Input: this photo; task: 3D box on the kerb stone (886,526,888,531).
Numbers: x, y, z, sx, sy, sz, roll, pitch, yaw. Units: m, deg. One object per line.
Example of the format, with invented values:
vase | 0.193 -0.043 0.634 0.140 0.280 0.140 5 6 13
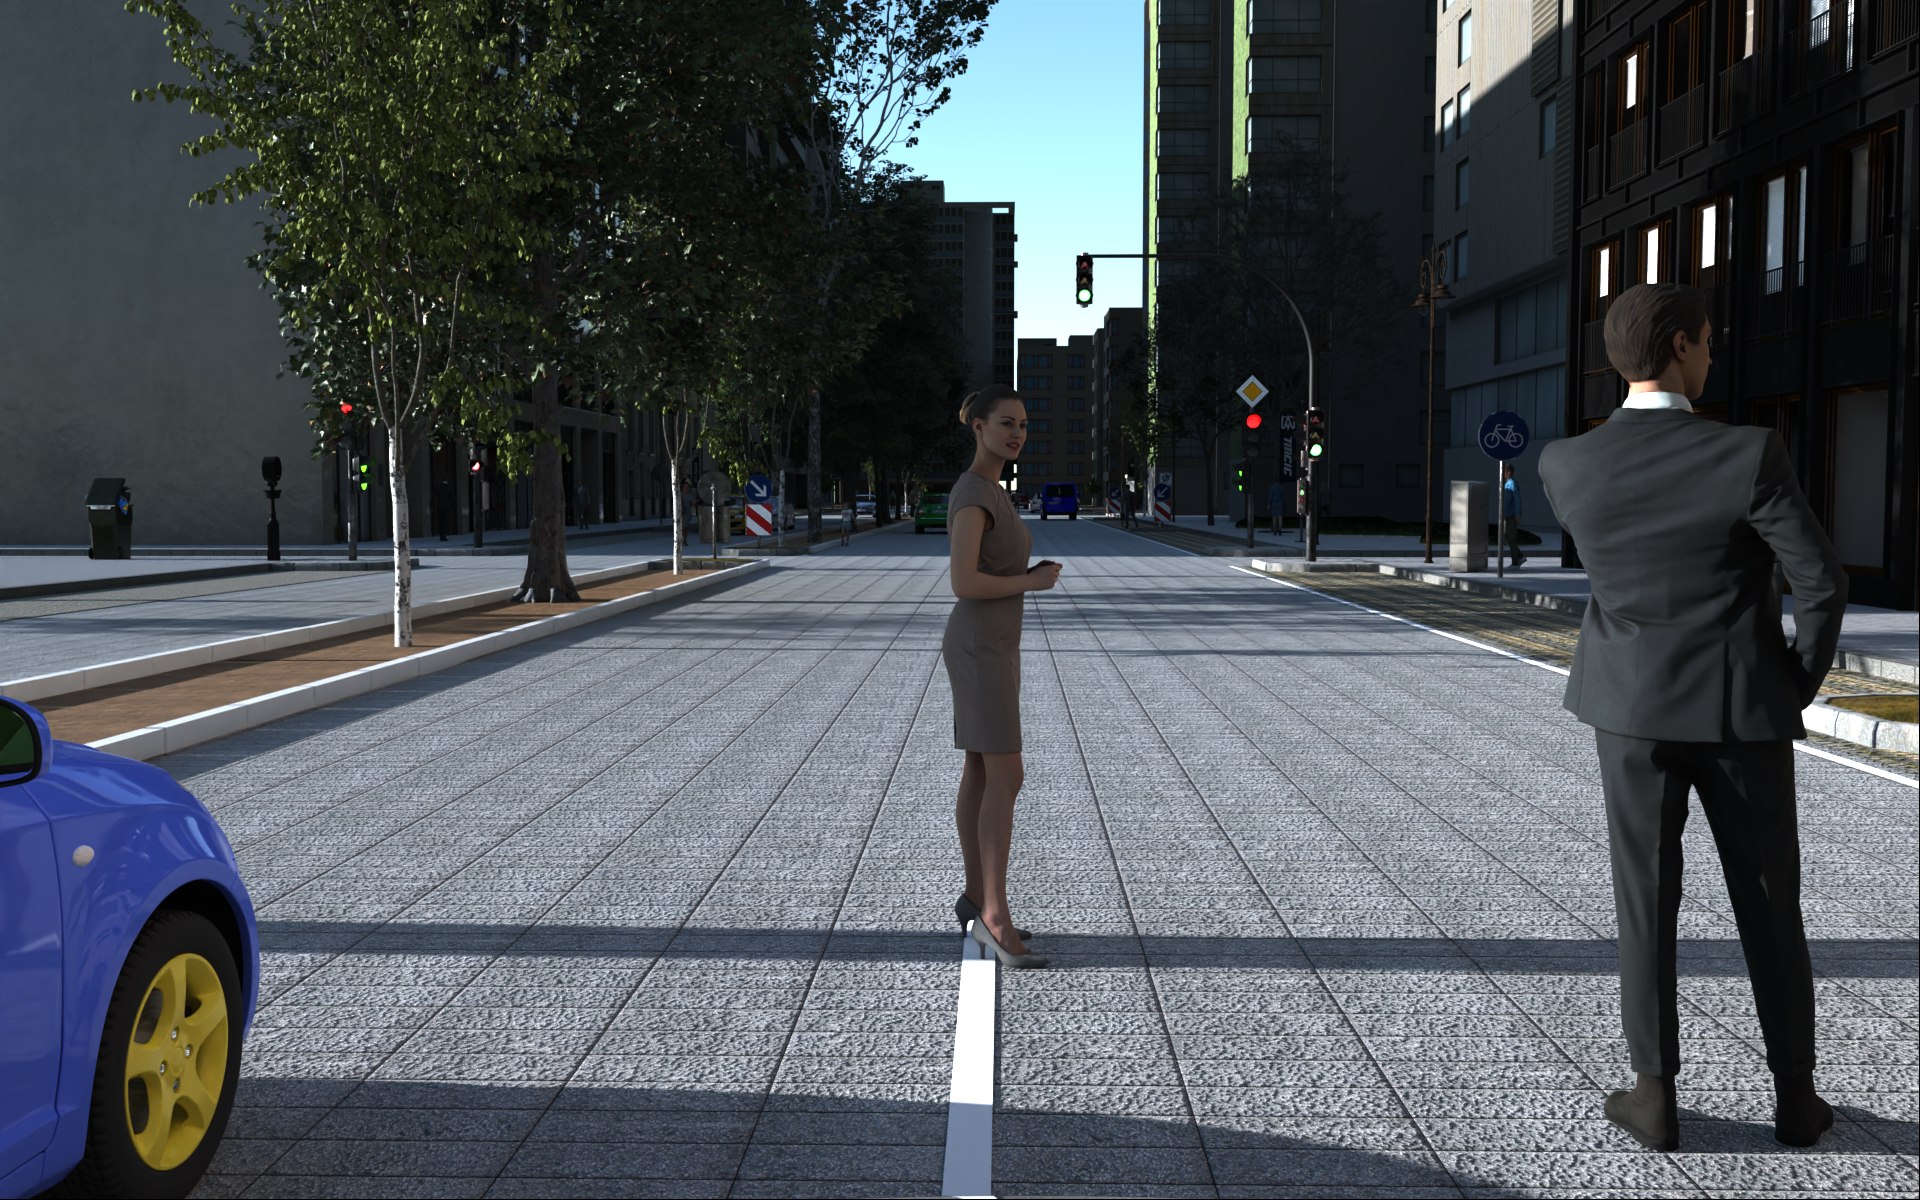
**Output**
kerb stone | -2.978 -2.725 66.878 0.120 0.150 1.000 0 4 1

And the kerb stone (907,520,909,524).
kerb stone | -2.611 -3.610 81.214 0.120 0.150 1.000 0 4 1

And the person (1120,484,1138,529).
person | 6.917 -3.804 70.655 0.622 1.834 0.822 -1 4 -23

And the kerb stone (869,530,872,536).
kerb stone | -3.172 -2.231 58.673 0.120 0.150 1.000 0 4 1

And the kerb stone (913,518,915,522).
kerb stone | -2.479 -3.923 86.332 0.120 0.150 1.000 0 4 1

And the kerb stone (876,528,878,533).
kerb stone | -3.100 -2.414 61.754 0.120 0.150 1.000 0 4 1

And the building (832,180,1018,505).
building | -4.781 -32.141 217.386 23.993 40.220 32.217 0 4 1

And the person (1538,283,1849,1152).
person | 1.643 0.242 3.907 0.648 1.900 0.474 2 4 24

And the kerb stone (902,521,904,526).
kerb stone | -2.709 -3.359 77.121 0.120 0.150 1.000 0 4 1

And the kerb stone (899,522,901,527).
kerb stone | -2.767 -3.230 75.072 0.120 0.150 1.000 0 4 1

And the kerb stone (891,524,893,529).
kerb stone | -2.888 -2.921 69.954 0.120 0.150 1.000 0 4 1

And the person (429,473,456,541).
person | -14.085 -2.534 47.255 0.659 1.850 0.755 0 4 -7

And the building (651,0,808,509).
building | -24.346 -31.694 141.901 21.300 48.544 21.600 0 4 1

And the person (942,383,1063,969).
person | 0.132 0.206 5.478 0.374 1.781 0.599 0 4 7

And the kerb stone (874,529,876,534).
kerb stone | -3.119 -2.353 60.721 0.120 0.150 1.000 0 4 1

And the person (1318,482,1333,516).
person | 15.041 -3.989 71.658 0.661 1.777 0.834 -1 4 -18

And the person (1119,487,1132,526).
person | 7.332 -4.162 76.908 0.624 1.780 0.694 -1 4 -23

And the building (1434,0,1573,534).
building | 31.640 -28.490 55.056 27.495 52.752 28.713 0 4 1

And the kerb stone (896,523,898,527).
kerb stone | -2.823 -3.109 73.026 0.120 0.150 1.000 0 4 1

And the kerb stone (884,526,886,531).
kerb stone | -2.991 -2.666 65.849 0.120 0.150 1.000 0 4 1

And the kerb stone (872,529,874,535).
kerb stone | -3.152 -2.294 59.695 0.120 0.150 1.000 0 4 1

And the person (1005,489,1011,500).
person | 2.782 -5.966 106.533 0.782 1.767 0.515 -1 4 -16

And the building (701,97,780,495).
building | -20.838 -21.537 123.832 14.160 30.474 14.107 0 4 1

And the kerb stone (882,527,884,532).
kerb stone | -3.028 -2.603 64.823 0.120 0.150 1.000 0 4 1

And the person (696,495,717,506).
person | -7.434 -2.563 50.584 0.661 1.801 0.590 1 4 19

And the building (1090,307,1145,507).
building | 27.981 -20.164 174.720 27.650 21.520 28.899 0 4 1

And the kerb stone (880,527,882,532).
kerb stone | -3.049 -2.544 63.797 0.120 0.150 1.000 0 4 1

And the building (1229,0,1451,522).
building | 19.650 -24.321 81.248 14.154 41.232 14.086 0 4 1

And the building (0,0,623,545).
building | -25.075 -15.608 59.708 19.350 26.468 34.151 0 4 1

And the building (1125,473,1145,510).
building | 30.703 -27.877 147.676 32.217 40.220 23.993 0 4 1

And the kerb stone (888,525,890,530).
kerb stone | -2.940 -2.796 67.905 0.120 0.150 1.000 0 4 1

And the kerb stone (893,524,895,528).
kerb stone | -2.866 -2.984 70.976 0.120 0.150 1.000 0 4 1

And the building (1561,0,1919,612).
building | 16.467 -11.735 21.548 12.332 23.373 15.834 0 4 1

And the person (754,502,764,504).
person | -6.821 -3.075 58.950 0.466 1.800 0.511 -3 5 -44

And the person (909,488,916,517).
person | -2.900 -6.000 106.782 0.473 1.802 0.592 1 4 11

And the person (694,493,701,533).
person | -9.614 -3.347 63.504 0.573 1.790 0.520 -3 5 -39

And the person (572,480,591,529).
person | -13.790 -3.483 63.106 0.709 1.813 0.853 0 4 -3

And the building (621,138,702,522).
building | -21.042 -17.853 89.161 12.463 27.353 25.104 0 4 1

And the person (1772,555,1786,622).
person | 6.609 -0.365 14.239 0.659 1.850 0.755 3 4 38

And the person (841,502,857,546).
person | -3.061 -2.082 47.554 0.505 1.210 0.382 1 4 15

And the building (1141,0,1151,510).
building | 21.012 -29.236 128.116 14.600 45.320 14.200 0 4 1

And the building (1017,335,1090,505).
building | 21.614 -22.663 215.578 28.899 21.520 27.650 0 4 1

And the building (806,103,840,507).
building | -19.959 -30.579 183.556 14.086 41.232 14.154 0 4 1

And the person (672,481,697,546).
person | -7.618 -2.381 47.788 0.716 1.782 0.532 -3 5 -40

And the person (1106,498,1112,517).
person | 9.230 -5.746 107.459 0.382 1.210 0.505 2 4 24

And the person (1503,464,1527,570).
person | 9.312 -1.391 29.125 0.444 1.785 0.601 2 4 24

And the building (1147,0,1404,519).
building | 18.742 -25.974 108.262 14.154 41.232 14.086 0 4 1

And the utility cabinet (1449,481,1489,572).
utility cabinet | 8.454 -1.224 28.685 0.318 1.500 1.173 2 4 33

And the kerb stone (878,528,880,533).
kerb stone | -3.077 -2.482 62.775 0.120 0.150 1.000 0 4 1
